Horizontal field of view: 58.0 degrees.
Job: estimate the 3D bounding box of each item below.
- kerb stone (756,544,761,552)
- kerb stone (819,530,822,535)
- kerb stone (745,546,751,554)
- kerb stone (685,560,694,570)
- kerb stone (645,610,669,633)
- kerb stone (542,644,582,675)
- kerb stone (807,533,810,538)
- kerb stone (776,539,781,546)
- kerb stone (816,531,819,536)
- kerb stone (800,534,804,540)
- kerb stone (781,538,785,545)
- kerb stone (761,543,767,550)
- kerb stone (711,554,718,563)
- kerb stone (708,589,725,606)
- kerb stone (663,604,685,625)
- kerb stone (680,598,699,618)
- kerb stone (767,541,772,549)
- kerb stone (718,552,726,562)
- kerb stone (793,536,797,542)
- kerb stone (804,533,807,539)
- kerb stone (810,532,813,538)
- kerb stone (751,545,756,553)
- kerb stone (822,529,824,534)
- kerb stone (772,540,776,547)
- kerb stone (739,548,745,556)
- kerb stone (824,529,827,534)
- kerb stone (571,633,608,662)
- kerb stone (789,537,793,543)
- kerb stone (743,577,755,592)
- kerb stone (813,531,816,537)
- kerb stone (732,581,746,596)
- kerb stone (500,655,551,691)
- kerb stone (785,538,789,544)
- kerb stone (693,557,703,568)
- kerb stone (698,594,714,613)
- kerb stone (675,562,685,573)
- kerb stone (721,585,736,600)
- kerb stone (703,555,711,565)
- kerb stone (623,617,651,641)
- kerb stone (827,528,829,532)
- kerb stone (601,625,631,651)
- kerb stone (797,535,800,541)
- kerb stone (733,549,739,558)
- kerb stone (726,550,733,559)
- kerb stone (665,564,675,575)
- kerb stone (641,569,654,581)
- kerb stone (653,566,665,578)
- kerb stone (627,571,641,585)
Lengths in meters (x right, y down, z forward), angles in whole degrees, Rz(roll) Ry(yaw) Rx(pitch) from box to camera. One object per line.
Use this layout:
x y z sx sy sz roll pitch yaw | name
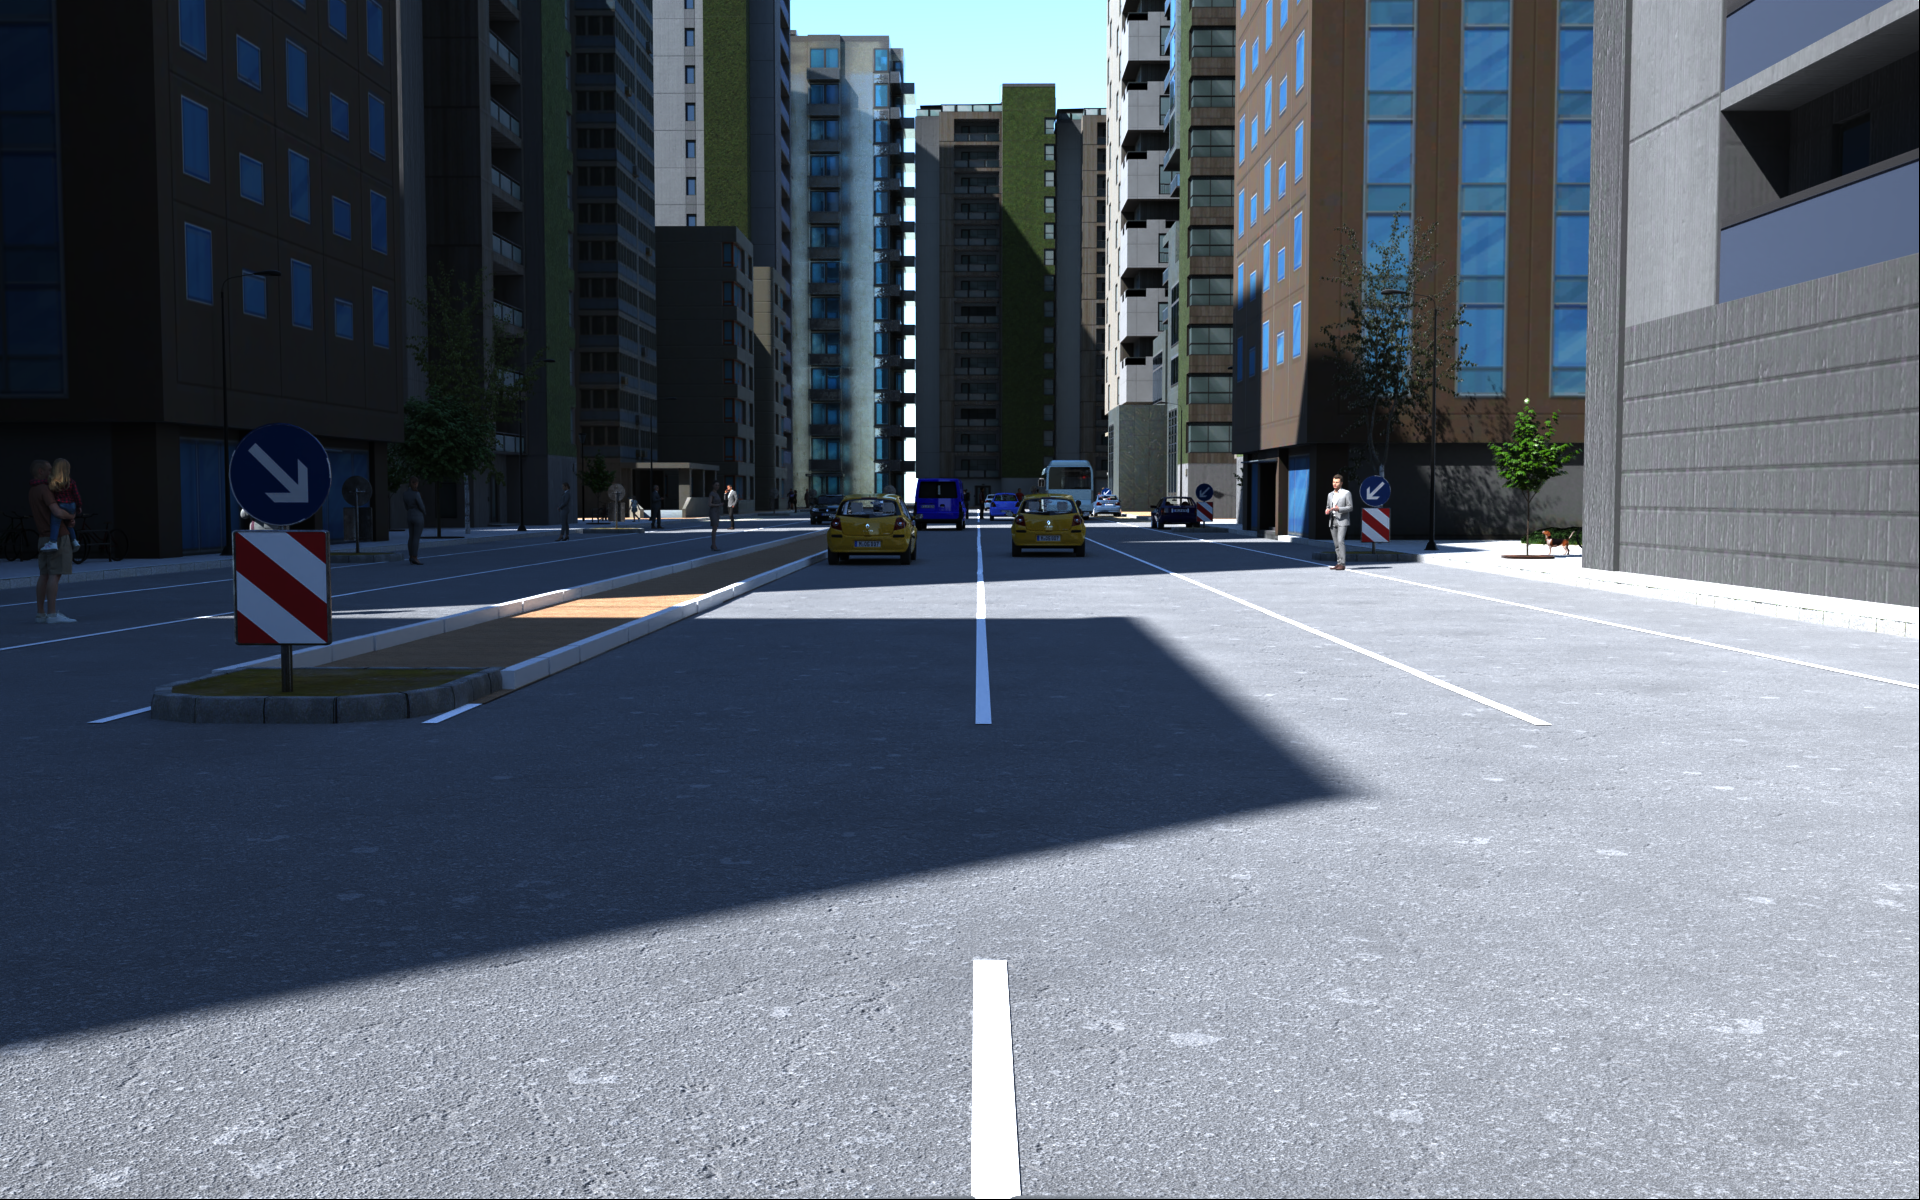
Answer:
-5.096 -1.262 42.832 0.120 0.150 1.000 0 4 1 | kerb stone
-4.914 -2.266 59.261 0.120 0.150 1.000 0 4 1 | kerb stone
-5.114 -1.136 40.787 0.120 0.150 1.000 0 4 1 | kerb stone
-5.202 -0.628 32.602 0.120 0.150 1.000 0 4 1 | kerb stone
-3.242 0.241 18.252 0.120 0.150 1.000 0 4 1 | kerb stone
-3.285 0.495 14.152 0.120 0.150 1.000 0 4 1 | kerb stone
-4.959 -2.013 55.164 0.120 0.150 1.000 0 4 1 | kerb stone
-5.048 -1.514 46.953 0.120 0.150 1.000 0 4 1 | kerb stone
-4.928 -2.204 58.239 0.120 0.150 1.000 0 4 1 | kerb stone
-4.980 -1.891 53.111 0.120 0.150 1.000 0 4 1 | kerb stone
-5.042 -1.576 47.975 0.120 0.150 1.000 0 4 1 | kerb stone
-5.079 -1.325 43.854 0.120 0.150 1.000 0 4 1 | kerb stone
-5.167 -0.824 35.672 0.120 0.150 1.000 0 4 1 | kerb stone
-3.196 -0.010 22.360 0.120 0.150 1.000 0 4 1 | kerb stone
-3.235 0.179 19.274 0.120 0.150 1.000 0 4 1 | kerb stone
-3.226 0.116 20.299 0.120 0.150 1.000 0 4 1 | kerb stone
-5.069 -1.388 44.884 0.120 0.150 1.000 0 4 1 | kerb stone
-5.153 -0.886 36.695 0.120 0.150 1.000 0 4 1 | kerb stone
-5.002 -1.763 51.059 0.120 0.150 1.000 0 4 1 | kerb stone
-4.968 -1.953 54.133 0.120 0.150 1.000 0 4 1 | kerb stone
-4.952 -2.079 56.186 0.120 0.150 1.000 0 4 1 | kerb stone
-5.106 -1.200 41.809 0.120 0.150 1.000 0 4 1 | kerb stone
-4.913 -2.330 60.291 0.120 0.150 1.000 0 4 1 | kerb stone
-5.060 -1.447 45.919 0.120 0.150 1.000 0 4 1 | kerb stone
-5.125 -1.075 39.765 0.120 0.150 1.000 0 4 1 | kerb stone
-4.905 -2.392 61.313 0.120 0.150 1.000 0 4 1 | kerb stone
-3.271 0.429 15.180 0.120 0.150 1.000 0 4 1 | kerb stone
-5.013 -1.702 50.028 0.120 0.150 1.000 0 4 1 | kerb stone
-3.170 -0.197 25.436 0.120 0.150 1.000 0 4 1 | kerb stone
-4.935 -2.142 57.216 0.120 0.150 1.000 0 4 1 | kerb stone
-3.177 -0.136 24.414 0.120 0.150 1.000 0 4 1 | kerb stone
-3.302 0.560 13.125 0.120 0.150 1.000 0 4 1 | kerb stone
-5.027 -1.640 49.006 0.120 0.150 1.000 0 4 1 | kerb stone
-5.176 -0.699 33.626 0.120 0.150 1.000 0 4 1 | kerb stone
-3.203 0.057 21.327 0.120 0.150 1.000 0 4 1 | kerb stone
-5.198 -0.570 31.579 0.120 0.150 1.000 0 4 1 | kerb stone
-3.194 -0.068 23.383 0.120 0.150 1.000 0 4 1 | kerb stone
-5.173 -0.762 34.648 0.120 0.150 1.000 0 4 1 | kerb stone
-3.254 0.304 17.230 0.120 0.150 1.000 0 4 1 | kerb stone
-4.890 -2.455 62.338 0.120 0.150 1.000 0 4 1 | kerb stone
-3.265 0.369 16.202 0.120 0.150 1.000 0 4 1 | kerb stone
-4.995 -1.828 52.083 0.120 0.150 1.000 0 4 1 | kerb stone
-5.131 -1.011 38.742 0.120 0.150 1.000 0 4 1 | kerb stone
-5.137 -0.947 37.717 0.120 0.150 1.000 0 4 1 | kerb stone
-5.223 -0.511 30.557 0.120 0.150 1.000 0 4 1 | kerb stone
-5.240 -0.386 28.511 0.120 0.150 1.000 0 4 1 | kerb stone
-5.228 -0.449 29.533 0.120 0.150 1.000 0 4 1 | kerb stone
-5.253 -0.323 27.480 0.120 0.150 1.000 0 4 1 | kerb stone
